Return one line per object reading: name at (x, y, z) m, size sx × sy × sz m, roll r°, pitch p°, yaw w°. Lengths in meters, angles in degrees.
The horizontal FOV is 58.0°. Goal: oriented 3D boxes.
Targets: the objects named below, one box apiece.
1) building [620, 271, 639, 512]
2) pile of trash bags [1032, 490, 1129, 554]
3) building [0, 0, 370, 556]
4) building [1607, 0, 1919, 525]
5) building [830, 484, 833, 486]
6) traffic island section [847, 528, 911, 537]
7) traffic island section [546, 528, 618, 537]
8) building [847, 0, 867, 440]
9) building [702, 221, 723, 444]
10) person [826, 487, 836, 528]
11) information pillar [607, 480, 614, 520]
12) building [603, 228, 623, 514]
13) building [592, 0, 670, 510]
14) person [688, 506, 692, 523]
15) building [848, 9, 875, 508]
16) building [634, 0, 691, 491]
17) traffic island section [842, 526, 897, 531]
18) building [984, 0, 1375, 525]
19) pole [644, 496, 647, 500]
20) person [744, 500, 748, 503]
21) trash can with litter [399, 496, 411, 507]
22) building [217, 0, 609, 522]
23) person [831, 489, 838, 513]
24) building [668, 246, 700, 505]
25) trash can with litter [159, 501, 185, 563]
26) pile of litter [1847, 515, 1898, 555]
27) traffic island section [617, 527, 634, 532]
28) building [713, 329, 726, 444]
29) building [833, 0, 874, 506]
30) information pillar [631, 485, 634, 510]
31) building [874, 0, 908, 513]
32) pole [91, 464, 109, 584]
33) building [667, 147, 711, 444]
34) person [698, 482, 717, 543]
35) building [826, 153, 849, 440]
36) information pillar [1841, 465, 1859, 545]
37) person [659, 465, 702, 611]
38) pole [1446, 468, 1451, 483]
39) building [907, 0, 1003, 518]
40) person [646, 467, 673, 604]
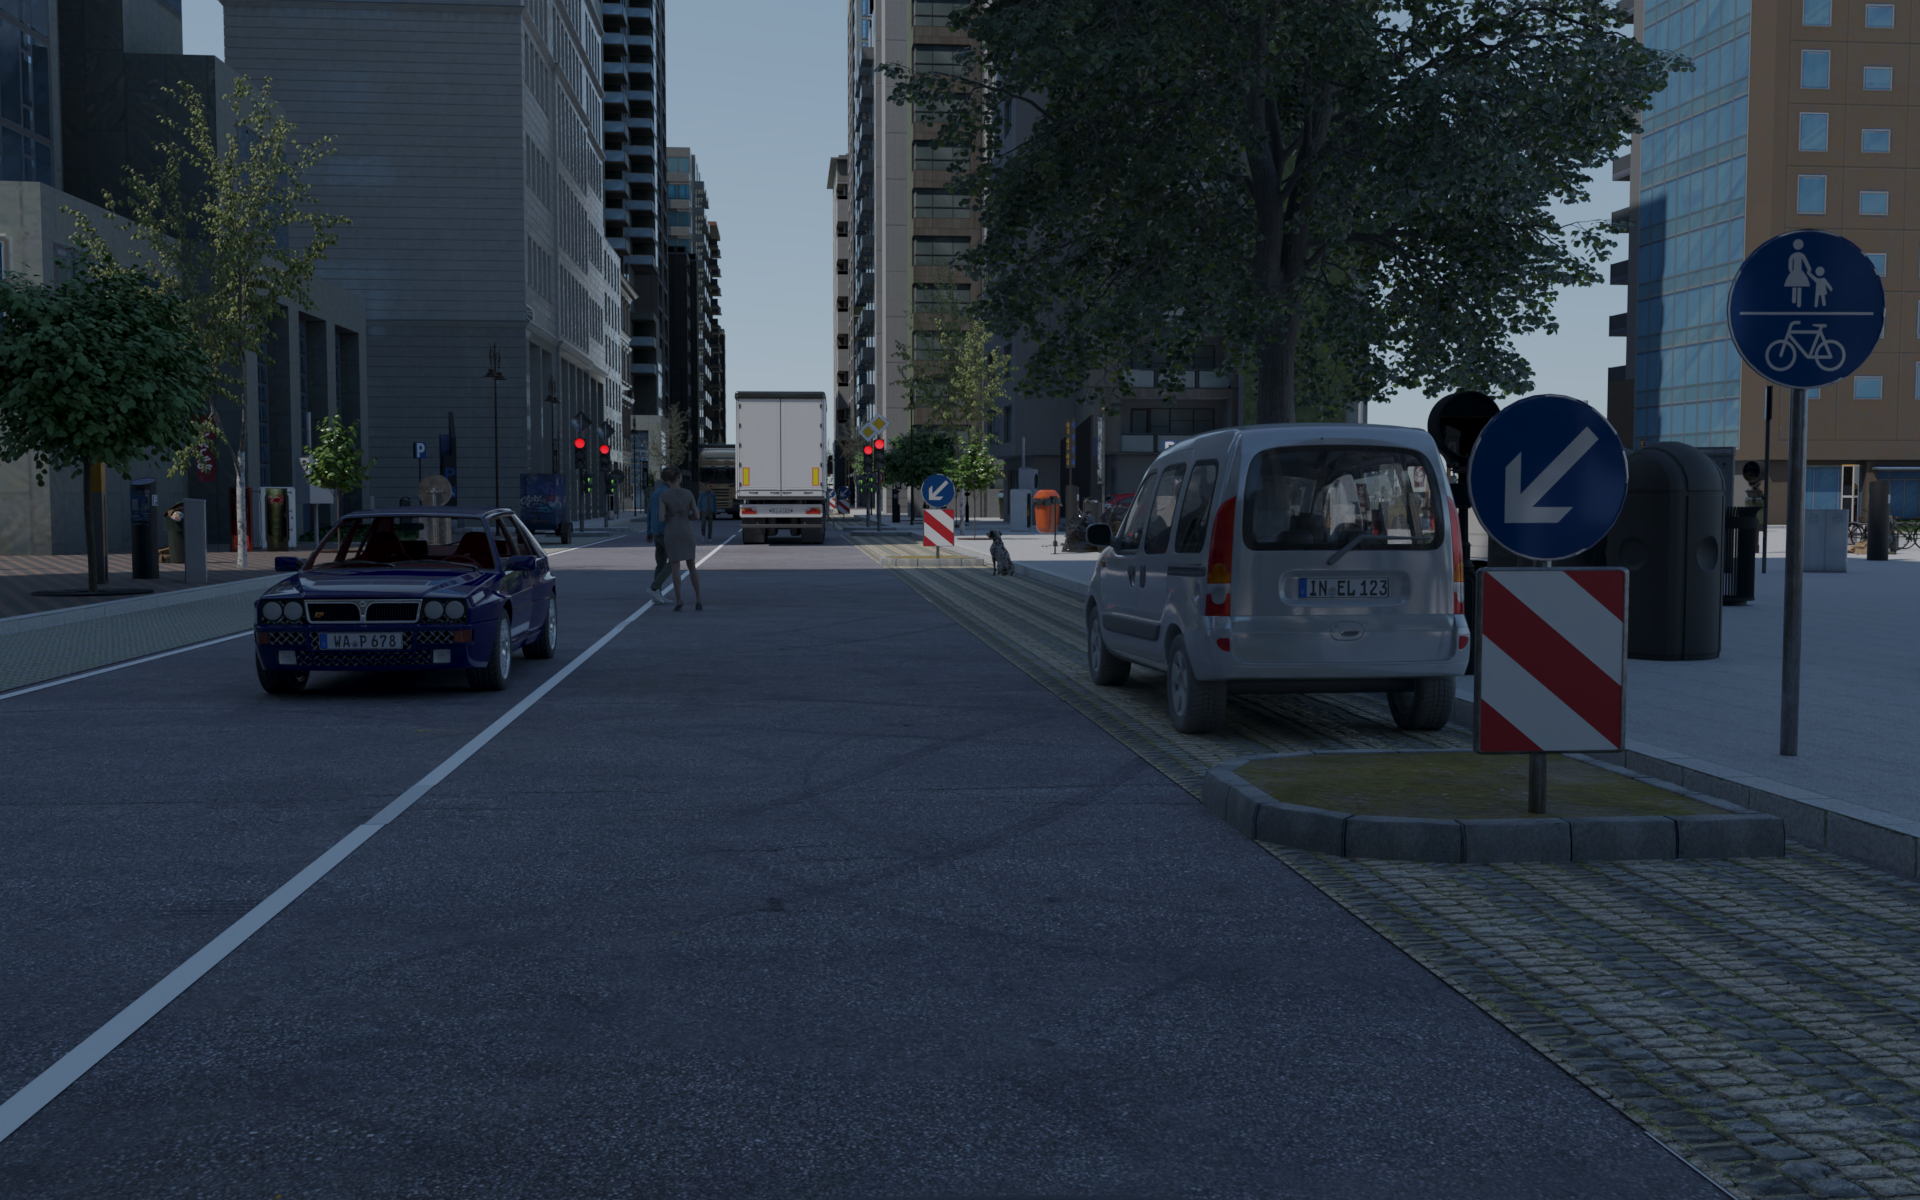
building at (-28.604, -15.716, 121.580) m, size 10.561 × 19.102 × 19.286 m, roll 0°, pitch 4°, yaw -6°
pile of trash bags at (2.975, -1.723, 37.931) m, size 3.447 × 1.369 × 1.912 m, roll -3°, pitch 4°, yaw -39°
building at (-33.922, -44.627, 42.330) m, size 31.000 × 86.520 × 22.319 m, roll 0°, pitch 4°, yaw -6°
building at (39.334, -26.130, 77.343) m, size 14.200 × 45.320 × 14.600 m, roll 0°, pitch 4°, yaw -6°
building at (-7.096, -36.611, 290.475) m, size 32.217 × 40.220 × 23.993 m, roll 0°, pitch 4°, yaw -6°
traffic island section at (-2.752, -2.278, 59.519) m, size 2.009 × 0.180 × 2.903 m, roll 0°, pitch 4°, yaw -6°
traffic island section at (-12.794, -2.216, 58.516) m, size 2.009 × 0.180 × 2.903 m, roll 0°, pitch 4°, yaw -6°
building at (-7.066, -48.995, 239.318) m, size 20.563 × 71.187 × 20.611 m, roll 0°, pitch 4°, yaw -6°
building at (-48.263, -37.545, 268.479) m, size 22.147 × 44.769 × 28.867 m, roll 0°, pitch 4°, yaw -6°
person at (-5.436, -3.770, 70.893) m, size 0.466 × 1.731 × 0.760 m, roll 3°, pitch 5°, yaw 43°
information pillar at (-17.209, -4.931, 85.111) m, size 0.304 × 2.012 × 0.304 m, roll 3°, pitch 4°, yaw 37°
building at (-26.324, -15.221, 103.613) m, size 10.420 × 20.320 × 16.860 m, roll 0°, pitch 4°, yaw -6°
building at (-37.108, -51.430, 153.549) m, size 22.319 × 86.520 × 31.000 m, roll 0°, pitch 4°, yaw -6°
person at (-13.258, -4.519, 84.987) m, size 0.503 × 1.515 × 0.523 m, roll 2°, pitch 4°, yaw 35°
building at (1.027, -33.775, 171.832) m, size 23.786 × 49.044 × 30.456 m, roll 0°, pitch 4°, yaw -6°
building at (-38.823, -45.350, 179.732) m, size 20.563 × 71.187 × 20.611 m, roll 0°, pitch 4°, yaw -6°
traffic island section at (-3.553, -2.764, 67.464) m, size 2.009 × 0.180 × 2.903 m, roll 0°, pitch 4°, yaw -6°
building at (8.649, -23.831, 73.226) m, size 14.086 × 41.232 × 14.154 m, roll 0°, pitch 4°, yaw -6°
pole at (-23.220, -8.207, 128.024) m, size 0.158 × 3.312 × 0.155 m, roll 0°, pitch 3°, yaw 0°
person at (-17.488, -8.090, 140.867) m, size 0.778 × 1.811 × 0.616 m, roll -3°, pitch 4°, yaw -37°
trash can with litter at (-17.333, -2.573, 53.123) m, size 1.678 × 1.210 × 2.233 m, roll 1°, pitch 4°, yaw 15°
building at (-23.515, -18.514, 80.201) m, size 11.434 × 29.767 × 29.804 m, roll 0°, pitch 4°, yaw -6°
person at (-8.867, -6.949, 122.391) m, size 0.850 × 1.792 × 0.678 m, roll -1°, pitch 4°, yaw -10°
building at (-37.364, -26.142, 199.130) m, size 14.160 × 30.474 × 14.107 m, roll 0°, pitch 4°, yaw -6°
trash can with litter at (-14.642, -1.269, 32.136) m, size 1.055 × 1.170 × 0.624 m, roll 2°, pitch 4°, yaw 26°
pile of litter at (19.532, -1.417, 37.137) m, size 1.719 × 0.858 × 1.176 m, roll -3°, pitch 5°, yaw -44°
traffic island section at (-13.595, -2.702, 66.461) m, size 2.009 × 0.180 × 2.903 m, roll 0°, pitch 4°, yaw -6°
building at (-46.558, -31.743, 290.705) m, size 14.160 × 30.474 × 14.107 m, roll 0°, pitch 4°, yaw -6°
building at (-3.336, -54.337, 201.075) m, size 22.319 × 86.520 × 31.000 m, roll 0°, pitch 4°, yaw -6°
information pillar at (-26.372, -8.234, 139.119) m, size 0.304 × 2.012 × 0.304 m, roll -1°, pitch 4°, yaw -15°
building at (4.126, -35.874, 128.539) m, size 21.231 × 58.520 × 28.212 m, roll 0°, pitch 4°, yaw -6°
pole at (-12.295, -1.887, 24.690) m, size 0.158 × 3.312 × 0.155 m, roll 0°, pitch 3°, yaw 0°
building at (-45.959, -37.873, 238.824) m, size 23.786 × 49.044 × 30.456 m, roll 0°, pitch 4°, yaw -6°
person at (-7.474, -2.592, 51.229) m, size 0.601 × 1.785 × 0.444 m, roll -1°, pitch 4°, yaw -16°
building at (-5.558, -41.296, 264.421) m, size 28.713 × 52.752 × 27.495 m, roll 0°, pitch 4°, yaw -6°
information pillar at (22.326, -2.384, 43.470) m, size 0.304 × 2.012 × 0.304 m, roll -3°, pitch 5°, yaw -41°
person at (-3.430, -0.757, 21.217) m, size 0.599 × 1.781 × 0.374 m, roll -2°, pitch 4°, yaw -27°
pole at (21.775, -5.099, 77.208) m, size 0.158 × 3.312 × 0.155 m, roll 0°, pitch 3°, yaw 0°
building at (3.799, -20.086, 100.110) m, size 14.160 × 30.474 × 14.107 m, roll 0°, pitch 4°, yaw -6°
person at (-3.887, -0.837, 22.532) m, size 0.444 × 1.785 × 0.601 m, roll -1°, pitch 4°, yaw -22°
